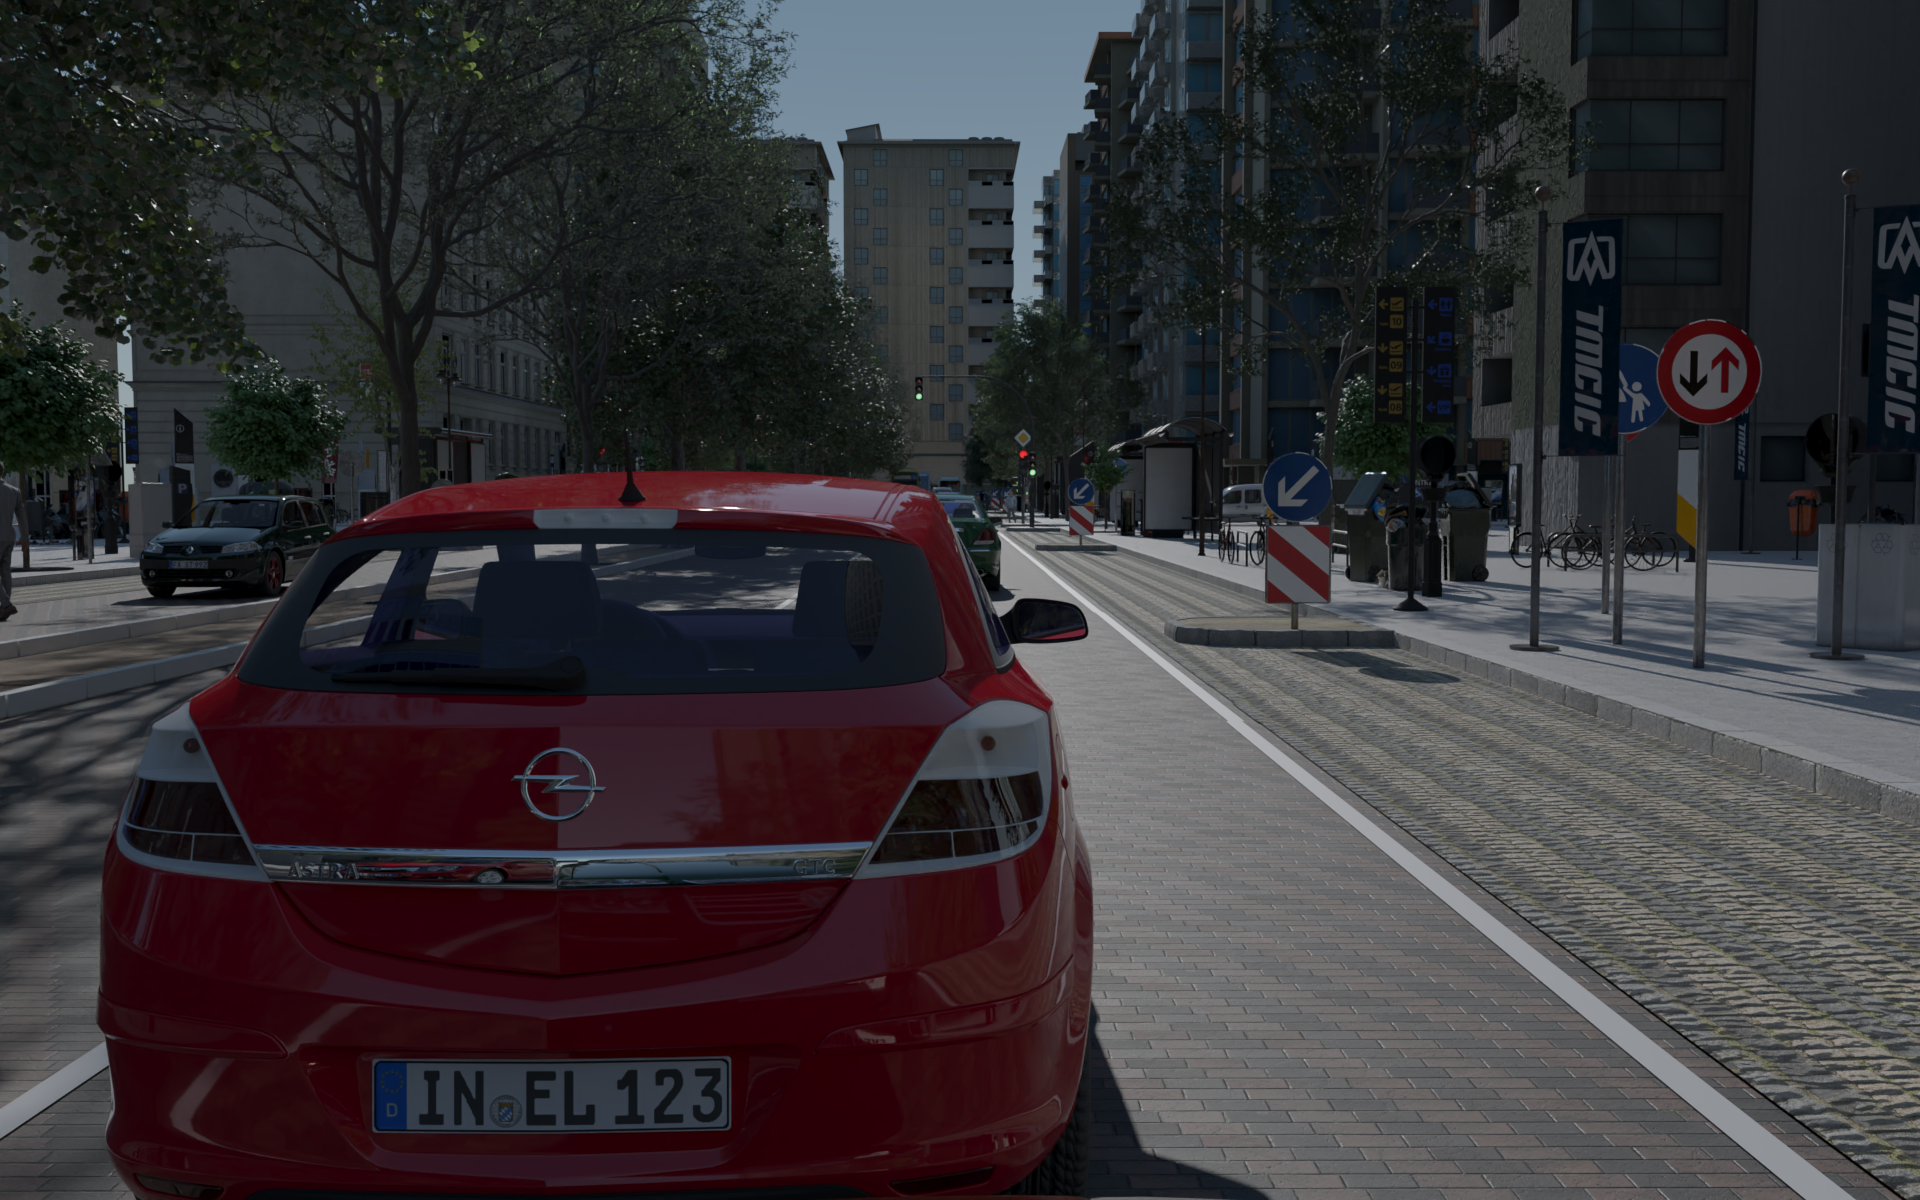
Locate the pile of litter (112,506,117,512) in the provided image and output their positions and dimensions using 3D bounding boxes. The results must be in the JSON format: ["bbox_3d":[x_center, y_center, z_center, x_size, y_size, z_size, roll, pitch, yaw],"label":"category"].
[{"bbox_3d":[-32.394,-3.180,65.951,1.176,0.858,1.719,3,5,44],"label":"pile of litter"}]

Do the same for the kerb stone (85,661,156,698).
[{"bbox_3d":[-6.165,0.586,12.616,0.120,0.150,1.000,0,4,0],"label":"kerb stone"}]

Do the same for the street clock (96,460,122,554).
[{"bbox_3d":[-18.198,-1.989,37.087,0.358,2.002,0.471,1,4,22],"label":"street clock"}]

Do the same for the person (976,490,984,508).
[{"bbox_3d":[2.193,-10.007,172.129,1.348,1.822,0.705,-1,4,-8],"label":"person"}]

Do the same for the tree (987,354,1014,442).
[{"bbox_3d":[5.214,-9.034,82.114,8.767,10.594,7.601,1,4,11],"label":"tree"}]

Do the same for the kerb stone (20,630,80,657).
[{"bbox_3d":[-8.278,0.401,15.635,0.120,0.150,1.000,0,4,0],"label":"kerb stone"}]

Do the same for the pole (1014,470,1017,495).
[{"bbox_3d":[4.693,-9.294,145.803,0.158,3.312,0.155,0,3,0],"label":"pole"}]

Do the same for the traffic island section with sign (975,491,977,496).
[{"bbox_3d":[2.184,-10.294,176.935,1.989,1.847,2.006,0,4,0],"label":"traffic island section with sign"}]

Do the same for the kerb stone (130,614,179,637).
[{"bbox_3d":[-8.289,0.276,17.682,0.120,0.150,1.000,0,4,0],"label":"kerb stone"}]

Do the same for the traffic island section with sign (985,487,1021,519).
[{"bbox_3d":[2.607,-5.545,99.292,1.989,1.847,2.006,0,4,0],"label":"traffic island section with sign"}]

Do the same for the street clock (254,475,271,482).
[{"bbox_3d":[-19.613,-2.705,48.800,0.471,2.002,0.358,-1,4,-13],"label":"street clock"}]

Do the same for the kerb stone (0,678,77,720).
[{"bbox_3d":[-6.155,0.649,11.586,0.120,0.150,1.000,0,4,0],"label":"kerb stone"}]

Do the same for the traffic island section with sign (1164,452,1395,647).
[{"bbox_3d":[3.066,-0.517,17.089,1.989,1.847,2.006,0,4,0],"label":"traffic island section with sign"}]

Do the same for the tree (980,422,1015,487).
[{"bbox_3d":[4.894,-16.242,183.677,7.486,12.596,7.792,0,3,0],"label":"tree"}]

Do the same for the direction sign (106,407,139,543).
[{"bbox_3d":[-21.818,-3.250,45.140,0.876,3.537,0.379,0,4,4],"label":"direction sign"}]

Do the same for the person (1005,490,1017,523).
[{"bbox_3d":[2.390,-4.345,81.348,0.589,1.601,0.330,1,4,14],"label":"person"}]

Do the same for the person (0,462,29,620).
[{"bbox_3d":[-11.071,-0.688,19.868,0.853,1.813,0.709,1,4,20],"label":"person"}]

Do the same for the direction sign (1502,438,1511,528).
[{"bbox_3d":[20.876,-4.508,65.710,0.379,3.537,0.876,-2,4,-27],"label":"direction sign"}]

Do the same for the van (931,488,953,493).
[{"bbox_3d":[-1.190,-6.448,112.434,2.013,2.044,4.112,0,4,-2],"label":"van"}]

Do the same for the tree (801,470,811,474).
[{"bbox_3d":[-16.469,-12.955,195.521,4.285,4.588,4.351,0,3,0],"label":"tree"}]

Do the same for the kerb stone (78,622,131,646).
[{"bbox_3d":[-8.294,0.339,16.660,0.120,0.150,1.000,0,4,0],"label":"kerb stone"}]

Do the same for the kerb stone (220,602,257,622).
[{"bbox_3d":[-8.299,0.151,19.736,0.120,0.150,1.000,0,4,0],"label":"kerb stone"}]

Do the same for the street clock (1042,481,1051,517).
[{"bbox_3d":[4.768,-5.542,95.174,0.471,2.002,0.358,-1,4,-22],"label":"street clock"}]

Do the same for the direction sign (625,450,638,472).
[{"bbox_3d":[-16.846,-5.920,88.796,0.876,3.537,0.379,2,4,31],"label":"direction sign"}]

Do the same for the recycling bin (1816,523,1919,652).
[{"bbox_3d":[7.702,-0.120,14.508,0.722,1.027,0.722,-3,4,-36],"label":"recycling bin"}]

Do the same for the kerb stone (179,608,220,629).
[{"bbox_3d":[-8.298,0.213,18.714,0.120,0.150,1.000,0,4,0],"label":"kerb stone"}]

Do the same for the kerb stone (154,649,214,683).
[{"bbox_3d":[-6.171,0.529,13.641,0.120,0.150,1.000,0,4,0],"label":"kerb stone"}]

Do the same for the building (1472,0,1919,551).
[{"bbox_3d":[20.884,-16.715,44.992,14.160,30.474,14.107,0,4,0],"label":"building"}]

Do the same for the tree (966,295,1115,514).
[{"bbox_3d":[5.707,-12.455,110.302,9.857,13.997,8.962,0,3,0],"label":"tree"}]

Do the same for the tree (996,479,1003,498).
[{"bbox_3d":[4.187,-14.998,195.583,4.737,8.622,4.395,0,3,0],"label":"tree"}]

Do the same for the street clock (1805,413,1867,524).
[{"bbox_3d":[7.854,-0.672,15.558,0.358,2.002,0.471,-3,5,-41],"label":"street clock"}]

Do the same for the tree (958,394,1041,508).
[{"bbox_3d":[4.343,-14.980,161.937,9.611,12.733,9.660,0,3,0],"label":"tree"}]

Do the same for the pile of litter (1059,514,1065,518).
[{"bbox_3d":[6.022,-4.897,94.033,1.176,0.858,1.719,-2,4,-26],"label":"pile of litter"}]

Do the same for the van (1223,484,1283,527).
[{"bbox_3d":[11.316,-3.940,71.426,4.112,2.044,2.013,0,4,0],"label":"van"}]

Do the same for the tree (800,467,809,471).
[{"bbox_3d":[-16.289,-13.463,170.477,4.737,8.622,4.395,0,3,0],"label":"tree"}]

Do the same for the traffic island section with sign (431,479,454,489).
[{"bbox_3d":[-13.301,-2.176,44.204,1.989,1.847,2.006,0,4,0],"label":"traffic island section with sign"}]

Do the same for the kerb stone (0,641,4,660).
[{"bbox_3d":[-8.282,0.464,14.613,0.120,0.150,1.000,0,4,0],"label":"kerb stone"}]

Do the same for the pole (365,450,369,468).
[{"bbox_3d":[-27.354,-5.269,79.984,0.158,3.312,0.155,0,3,0],"label":"pole"}]

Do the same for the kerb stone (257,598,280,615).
[{"bbox_3d":[-8.303,0.090,20.760,0.120,0.150,1.000,0,4,0],"label":"kerb stone"}]

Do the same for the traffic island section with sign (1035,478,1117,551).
[{"bbox_3d":[2.918,-2.166,44.044,1.989,1.847,2.006,0,4,0],"label":"traffic island section with sign"}]

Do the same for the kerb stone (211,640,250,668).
[{"bbox_3d":[-6.187,0.465,14.669,0.120,0.150,1.000,0,4,0],"label":"kerb stone"}]

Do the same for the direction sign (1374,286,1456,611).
[{"bbox_3d":[4.971,-1.652,19.001,0.876,3.537,0.379,0,4,-2],"label":"direction sign"}]

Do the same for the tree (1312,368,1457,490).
[{"bbox_3d":[10.407,-3.598,42.537,4.285,4.588,4.351,0,3,0],"label":"tree"}]

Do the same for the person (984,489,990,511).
[{"bbox_3d":[2.095,-7.629,133.409,0.419,1.800,0.721,2,4,28],"label":"person"}]

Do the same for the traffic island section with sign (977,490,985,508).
[{"bbox_3d":[2.463,-7.225,126.762,1.989,1.847,2.006,0,4,0],"label":"traffic island section with sign"}]

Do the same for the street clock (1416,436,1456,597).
[{"bbox_3d":[5.898,-1.040,21.582,0.471,2.002,0.358,-1,4,-9],"label":"street clock"}]
